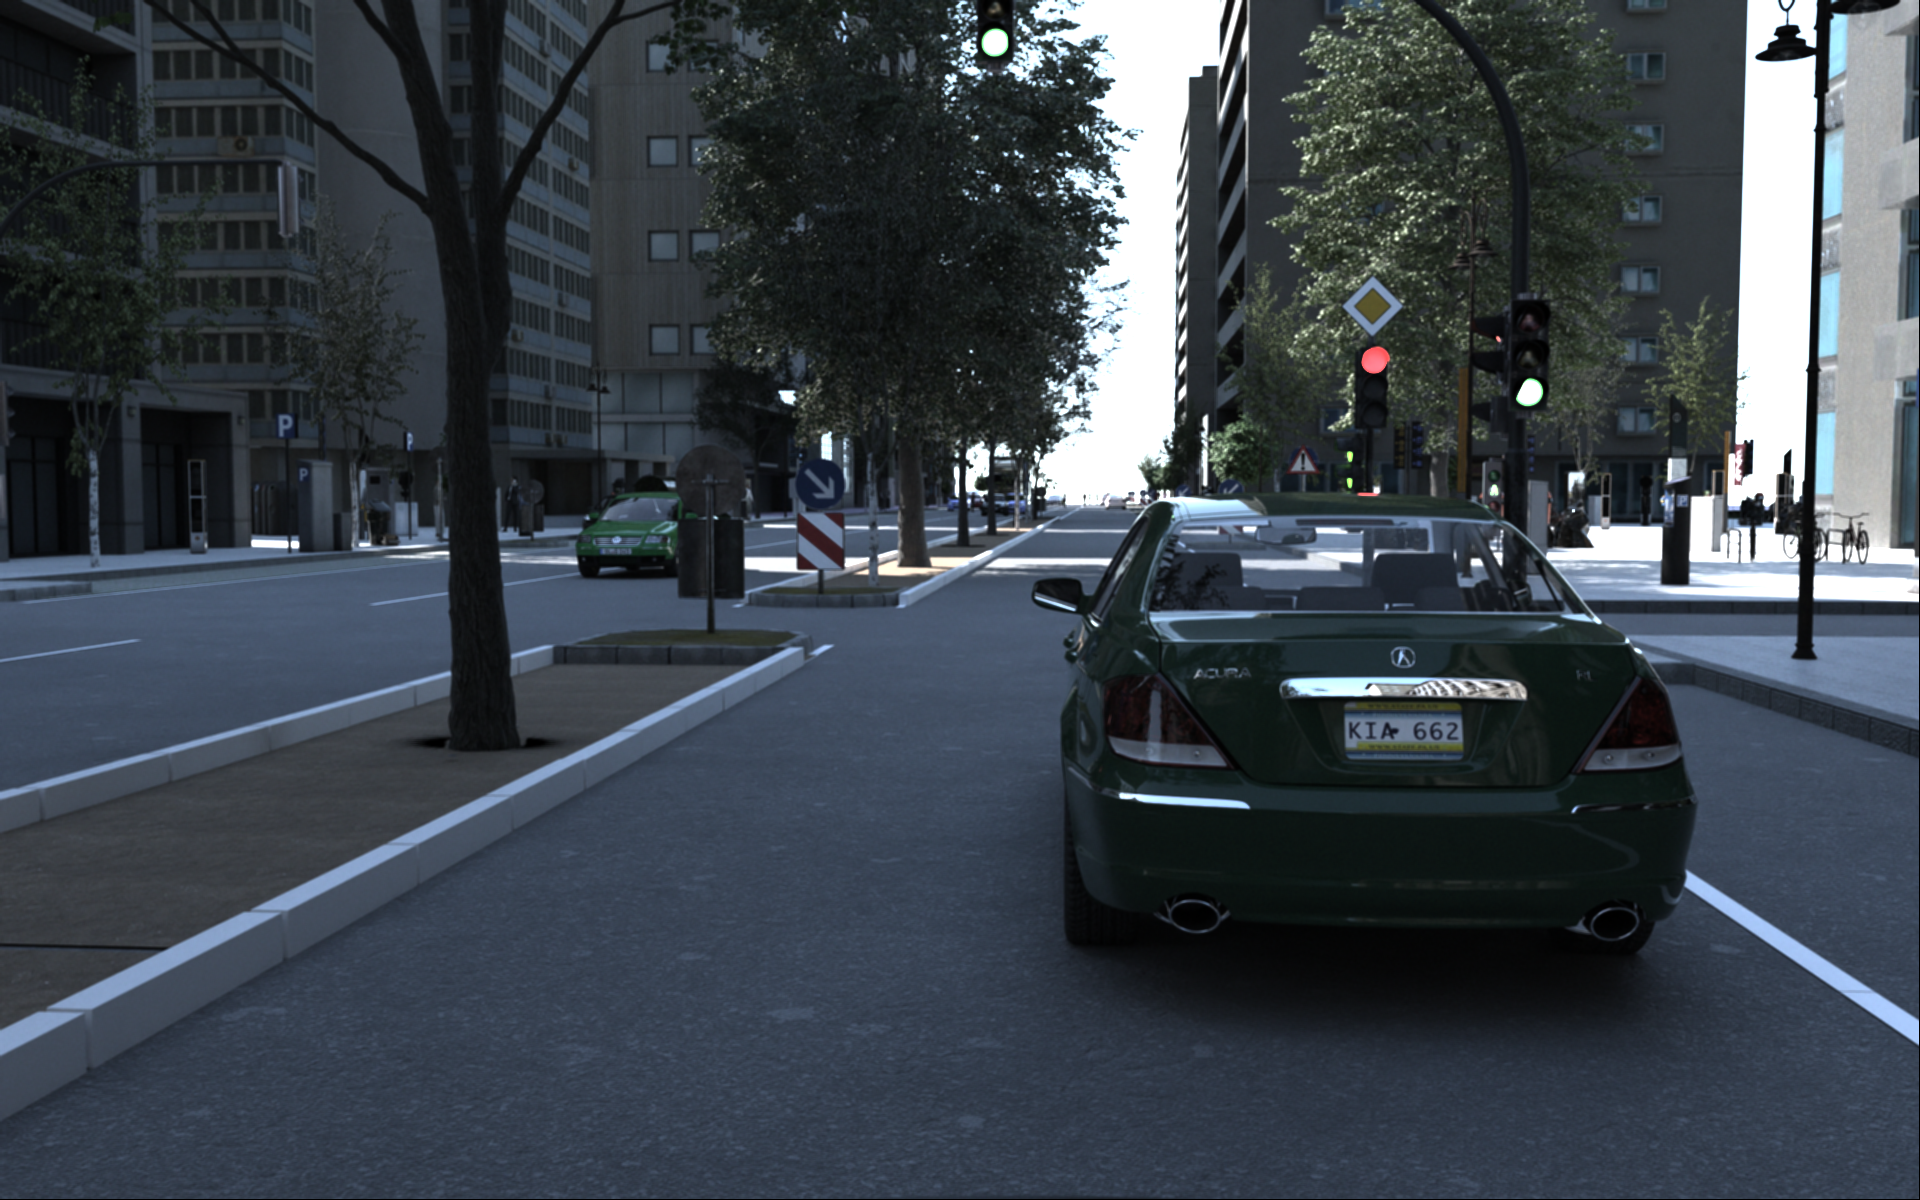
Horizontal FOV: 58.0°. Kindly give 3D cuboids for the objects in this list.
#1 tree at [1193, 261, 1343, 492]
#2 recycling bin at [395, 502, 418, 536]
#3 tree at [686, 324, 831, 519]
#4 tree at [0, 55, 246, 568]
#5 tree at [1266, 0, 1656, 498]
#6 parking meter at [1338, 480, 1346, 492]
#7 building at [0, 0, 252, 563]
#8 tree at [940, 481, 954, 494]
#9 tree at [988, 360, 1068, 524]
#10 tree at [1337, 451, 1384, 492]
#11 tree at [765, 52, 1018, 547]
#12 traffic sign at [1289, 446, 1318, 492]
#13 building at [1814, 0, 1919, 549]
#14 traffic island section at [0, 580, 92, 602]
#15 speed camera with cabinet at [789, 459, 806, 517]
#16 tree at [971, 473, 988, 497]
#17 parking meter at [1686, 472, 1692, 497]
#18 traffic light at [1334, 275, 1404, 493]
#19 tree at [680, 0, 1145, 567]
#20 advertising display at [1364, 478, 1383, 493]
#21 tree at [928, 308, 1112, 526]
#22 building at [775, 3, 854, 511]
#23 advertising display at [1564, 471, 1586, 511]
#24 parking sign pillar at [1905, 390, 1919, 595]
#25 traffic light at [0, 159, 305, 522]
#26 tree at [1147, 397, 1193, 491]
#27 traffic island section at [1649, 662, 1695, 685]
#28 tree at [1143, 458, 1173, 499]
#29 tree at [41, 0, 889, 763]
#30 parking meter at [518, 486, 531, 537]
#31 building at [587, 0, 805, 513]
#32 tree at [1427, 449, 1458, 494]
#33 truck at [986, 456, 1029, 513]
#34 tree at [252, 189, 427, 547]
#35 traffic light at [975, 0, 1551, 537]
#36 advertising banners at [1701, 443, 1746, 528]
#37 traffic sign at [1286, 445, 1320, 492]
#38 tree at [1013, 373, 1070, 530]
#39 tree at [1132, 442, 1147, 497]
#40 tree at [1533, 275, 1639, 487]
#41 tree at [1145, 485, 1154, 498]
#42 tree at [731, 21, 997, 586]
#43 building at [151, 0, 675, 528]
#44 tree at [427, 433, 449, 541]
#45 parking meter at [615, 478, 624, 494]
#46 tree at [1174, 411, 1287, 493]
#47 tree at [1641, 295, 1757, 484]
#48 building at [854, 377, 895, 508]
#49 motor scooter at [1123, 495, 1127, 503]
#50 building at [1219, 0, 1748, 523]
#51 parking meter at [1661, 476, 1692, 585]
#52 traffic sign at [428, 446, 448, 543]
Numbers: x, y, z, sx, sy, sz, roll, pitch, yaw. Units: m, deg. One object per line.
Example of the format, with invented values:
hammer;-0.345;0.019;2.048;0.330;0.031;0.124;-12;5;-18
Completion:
tree;10.015;-6.364;54.422;4.737;8.622;4.395;0;3;0
recycling bin;-17.010;-2.463;52.830;0.722;1.027;0.722;-3;5;-39
tree;-10.439;-9.529;90.218;8.767;10.594;7.601;1;4;12
tree;-14.976;-4.883;30.201;4.737;8.622;4.395;0;3;0
tree;9.622;-7.071;33.740;7.486;12.596;7.792;0;3;0
parking meter;15.273;-3.890;69.305;0.255;1.863;0.399;0;4;-4
building;-27.695;-36.567;36.120;20.563;71.187;20.611;0;4;5
tree;-1.466;-12.338;196.322;1.663;3.219;1.824;0;3;0
tree;3.136;-7.892;81.858;4.737;8.622;4.395;0;3;0
tree;14.018;-4.087;61.421;1.663;3.219;1.824;0;3;0
tree;0.066;-8.186;46.666;12.009;13.543;11.850;0;3;0
traffic sign;9.185;-2.828;46.341;0.768;2.556;0.104;1;4;14
building;33.845;-25.261;32.620;30.456;49.044;23.786;0;4;5
traffic island section;-13.552;-0.111;24.090;2.009;0.180;2.903;0;4;5
speed camera with cabinet;-9.162;-6.307;97.452;0.660;3.252;2.038;0;4;6
tree;3.384;-16.758;257.705;4.285;4.588;4.351;0;3;0
parking meter;19.264;-2.467;46.041;0.255;1.863;0.399;0;4;7
traffic light;5.283;-2.047;22.396;0.839;4.253;0.868;0;4;5
tree;-0.907;-7.600;33.378;9.857;13.997;8.962;0;3;0
advertising display;15.550;-3.671;65.237;0.123;1.923;0.974;-2;4;-26
tree;2.413;-8.475;75.441;8.767;10.594;7.601;0;4;5
building;-20.105;-50.673;141.180;22.319;86.520;31.000;0;4;5
advertising display;17.570;-2.710;49.525;0.974;1.923;0.123;-3;5;-41
parking sign pillar;12.925;-2.054;22.058;1.447;3.967;1.447;-2;4;-24
traffic light;-11.421;-3.006;23.812;4.771;5.953;1.251;0;4;5
tree;16.968;-11.166;132.920;4.737;8.622;4.395;0;3;0
traffic island section;4.654;0.473;14.549;2.009;0.180;2.903;0;4;5
tree;19.061;-10.490;155.220;4.285;4.588;4.351;0;3;0
tree;-2.784;-4.975;9.551;9.928;11.665;9.643;0;3;0
parking meter;-13.178;-2.693;52.442;0.372;1.533;0.369;0;3;0
building;-25.305;-32.056;113.350;28.713;52.752;27.495;0;4;5
tree;20.285;-4.722;71.801;1.663;3.219;1.824;0;3;0
truck;3.756;-8.720;131.483;2.839;4.237;11.283;0;4;5
tree;-14.761;-5.595;41.842;4.360;8.622;3.978;0;3;0
traffic light;2.523;-2.434;14.472;4.771;5.953;1.251;0;4;5
advertising banners;26.648;-3.933;60.497;0.090;3.025;2.074;-1;4;-17
traffic sign;9.036;-2.793;45.674;0.884;2.594;0.081;0;4;7
tree;2.252;-7.027;67.703;4.360;8.622;3.978;0;3;0
tree;26.335;-17.704;239.824;4.737;8.622;4.395;0;3;0
tree;20.503;-6.548;57.418;4.360;8.622;3.978;0;3;0
tree;24.155;-13.537;215.927;1.663;3.219;1.824;0;3;0
tree;-1.342;-4.498;26.358;4.360;8.622;3.978;0;3;0
building;-29.365;-23.304;72.895;32.217;40.220;23.993;0;4;5
tree;-13.777;-3.223;47.305;1.663;3.219;1.824;0;3;0
parking meter;-12.320;-3.486;62.709;0.255;1.863;0.399;0;4;4
tree;11.183;-5.175;68.321;4.285;4.588;4.351;0;3;0
tree;27.625;-7.025;65.224;4.737;8.622;4.395;0;3;0
building;-14.081;-24.054;164.977;14.160;30.474;14.107;0;4;5
motor scooter;24.255;-14.701;253.137;0.815;1.314;1.986;0;4;5
building;24.059;-28.199;84.763;21.300;48.544;21.600;0;4;5
parking meter;10.130;-0.984;24.496;0.372;1.533;0.369;0;3;0
traffic sign;-13.744;-2.796;45.818;0.768;2.556;0.104;1;4;14
